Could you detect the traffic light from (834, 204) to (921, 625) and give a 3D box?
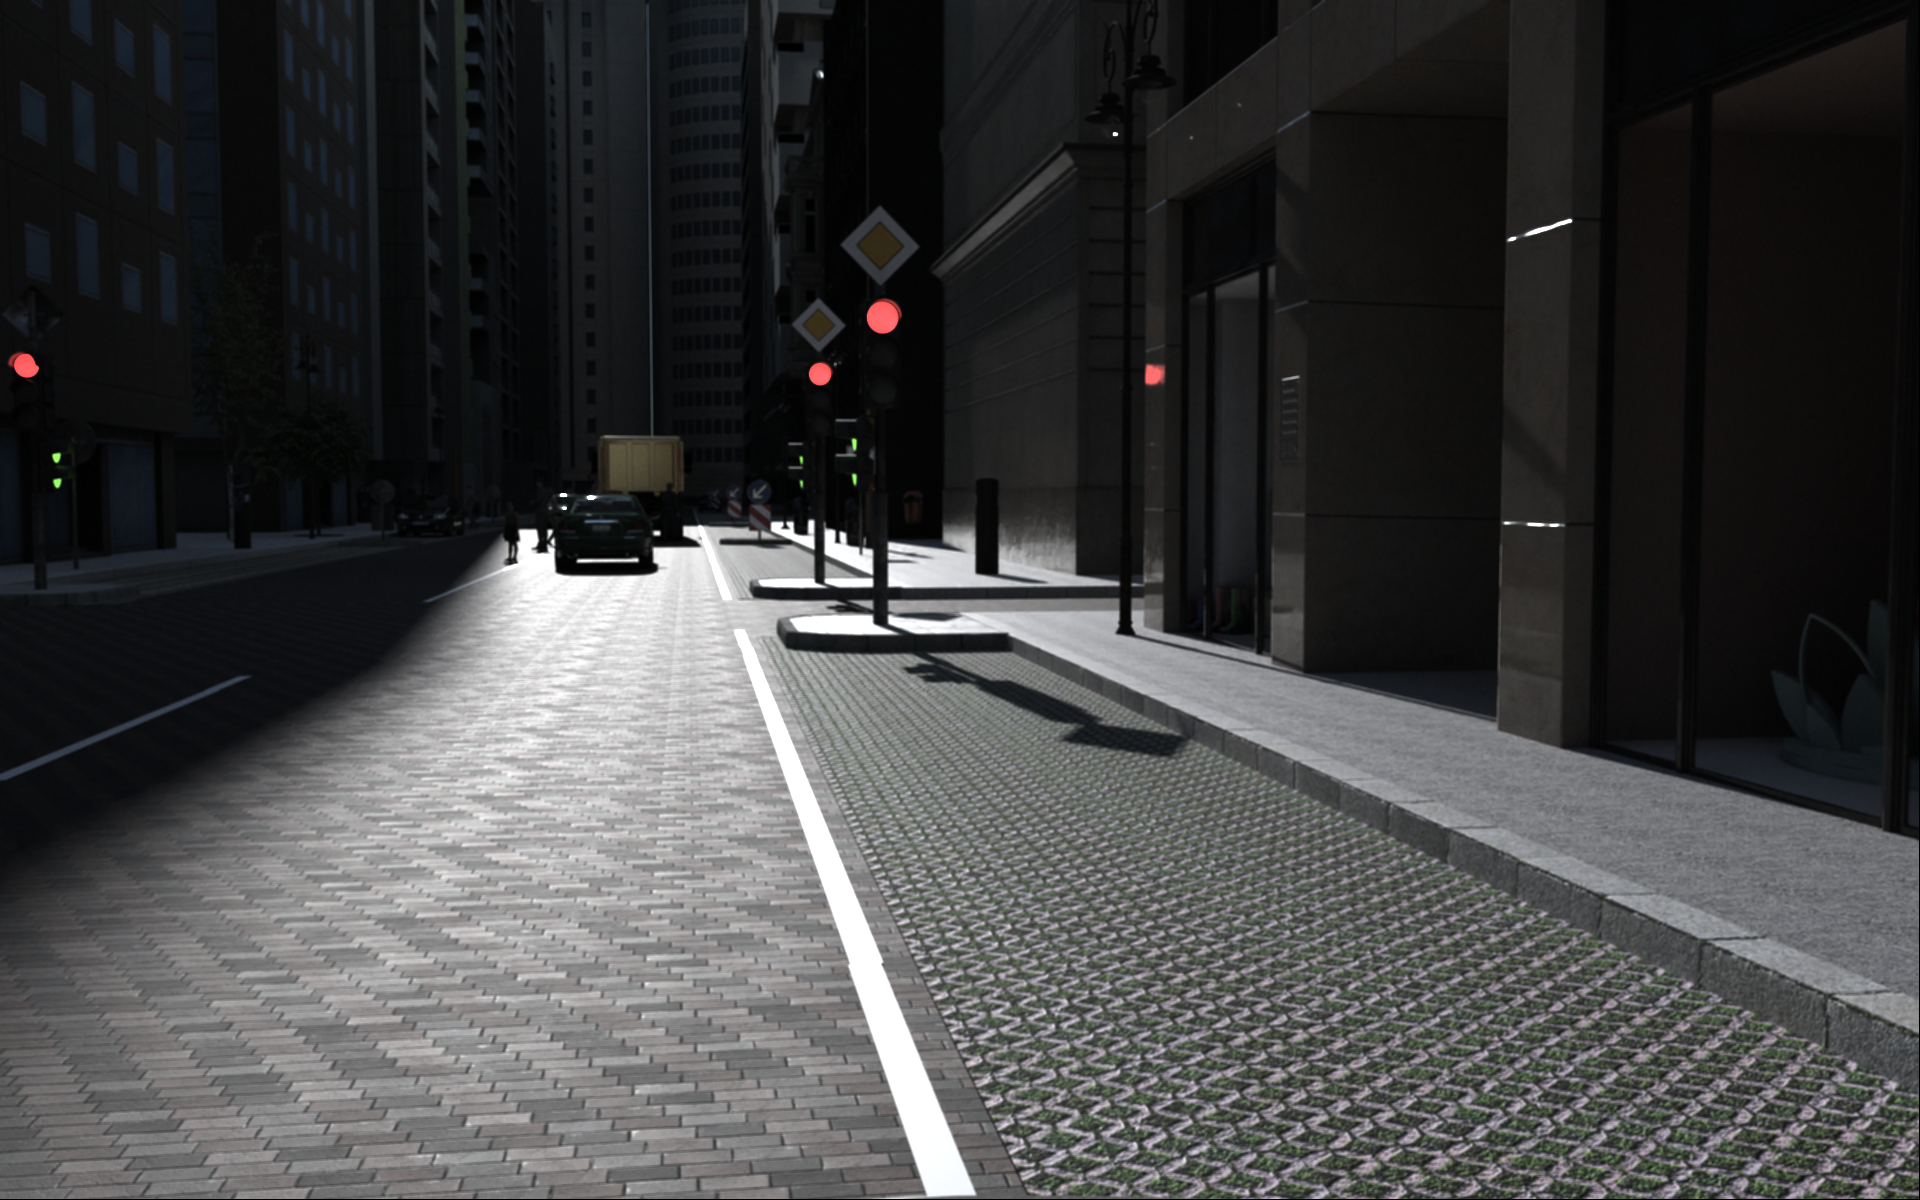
[{"bbox_3d":[-0.802,-1.716,16.981,0.839,4.253,0.868,-1,4,-9],"label":"traffic light"}]

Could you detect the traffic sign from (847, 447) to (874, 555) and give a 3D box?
[{"bbox_3d":[-2.097,-2.107,36.572,0.606,2.300,0.079,0,4,-4],"label":"traffic sign"}]

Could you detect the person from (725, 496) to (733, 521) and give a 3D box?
[{"bbox_3d":[-12.328,-5.133,92.990,0.524,1.755,0.480,-1,4,-20],"label":"person"}]

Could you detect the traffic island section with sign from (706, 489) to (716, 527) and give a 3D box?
[{"bbox_3d":[-10.092,-4.148,76.455,1.989,1.847,2.006,-1,4,-9],"label":"traffic island section with sign"}]

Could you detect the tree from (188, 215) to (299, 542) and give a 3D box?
[{"bbox_3d":[-19.315,-5.815,45.440,4.737,8.622,4.395,0,3,0],"label":"tree"}]

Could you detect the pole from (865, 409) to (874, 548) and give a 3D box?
[{"bbox_3d":[-2.127,-2.873,40.824,0.158,3.312,0.155,0,3,0],"label":"pole"}]

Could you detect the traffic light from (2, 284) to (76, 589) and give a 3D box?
[{"bbox_3d":[-12.375,-2.099,23.235,0.839,4.253,0.868,-1,4,-9],"label":"traffic light"}]

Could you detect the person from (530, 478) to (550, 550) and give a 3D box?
[{"bbox_3d":[-10.904,-2.234,44.826,0.447,1.846,0.655,1,4,11],"label":"person"}]

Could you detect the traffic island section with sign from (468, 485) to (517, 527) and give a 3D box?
[{"bbox_3d":[-20.237,-4.070,75.174,1.989,1.847,2.006,-1,4,-9],"label":"traffic island section with sign"}]

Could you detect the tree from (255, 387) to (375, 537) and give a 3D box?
[{"bbox_3d":[-19.705,-4.236,52.968,4.285,4.588,4.351,0,3,0],"label":"tree"}]

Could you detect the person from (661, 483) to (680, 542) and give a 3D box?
[{"bbox_3d":[-8.633,-2.612,51.630,0.576,1.772,0.534,0,4,-7],"label":"person"}]

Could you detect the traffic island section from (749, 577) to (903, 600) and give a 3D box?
[{"bbox_3d":[-2.001,-0.166,24.990,2.009,0.180,2.903,-1,4,-9],"label":"traffic island section"}]

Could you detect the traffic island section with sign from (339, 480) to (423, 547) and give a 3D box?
[{"bbox_3d":[-15.922,-2.391,47.719,1.989,1.847,2.006,-1,4,-9],"label":"traffic island section with sign"}]

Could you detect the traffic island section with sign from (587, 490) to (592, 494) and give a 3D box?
[{"bbox_3d":[-32.122,-8.691,150.731,1.989,1.847,2.006,-1,4,-9],"label":"traffic island section with sign"}]

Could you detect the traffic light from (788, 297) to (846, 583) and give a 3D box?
[{"bbox_3d":[-2.043,-2.199,24.870,0.839,4.253,0.868,-1,4,-9],"label":"traffic light"}]

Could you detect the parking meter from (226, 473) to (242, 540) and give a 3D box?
[{"bbox_3d":[-20.389,-2.626,48.649,0.255,1.863,0.399,1,4,19],"label":"parking meter"}]

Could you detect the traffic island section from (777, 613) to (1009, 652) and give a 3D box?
[{"bbox_3d":[-0.761,0.317,17.101,2.009,0.180,2.903,-1,4,-9],"label":"traffic island section"}]

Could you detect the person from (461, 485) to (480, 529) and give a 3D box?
[{"bbox_3d":[-20.136,-3.822,71.104,0.853,1.813,0.709,0,4,-8],"label":"person"}]

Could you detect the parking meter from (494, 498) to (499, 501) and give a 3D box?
[{"bbox_3d":[-25.027,-5.189,93.247,0.372,1.533,0.369,0,3,0],"label":"parking meter"}]

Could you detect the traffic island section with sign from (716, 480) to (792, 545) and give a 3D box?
[{"bbox_3d":[-5.847,-2.492,49.365,1.989,1.847,2.006,-1,4,-9],"label":"traffic island section with sign"}]

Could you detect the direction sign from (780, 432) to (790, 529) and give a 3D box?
[{"bbox_3d":[-6.417,-4.373,63.504,0.379,3.537,0.876,-1,4,-20],"label":"direction sign"}]

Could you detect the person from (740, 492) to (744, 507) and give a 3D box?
[{"bbox_3d":[-22.195,-10.364,178.675,1.217,1.735,0.721,1,4,20],"label":"person"}]

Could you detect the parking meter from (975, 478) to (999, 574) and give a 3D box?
[{"bbox_3d":[0.434,-1.188,27.835,0.372,1.533,0.369,0,3,0],"label":"parking meter"}]

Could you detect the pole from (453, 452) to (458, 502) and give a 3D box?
[{"bbox_3d":[-24.387,-5.499,83.749,0.158,3.312,0.155,0,3,0],"label":"pole"}]

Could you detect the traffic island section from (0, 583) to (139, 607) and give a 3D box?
[{"bbox_3d":[-12.416,-0.066,23.363,2.009,0.180,2.903,-1,4,-9],"label":"traffic island section"}]

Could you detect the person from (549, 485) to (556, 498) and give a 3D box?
[{"bbox_3d":[-19.283,-4.497,81.807,0.755,1.850,0.659,-1,4,-21],"label":"person"}]

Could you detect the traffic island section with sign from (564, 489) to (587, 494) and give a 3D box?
[{"bbox_3d":[-27.924,-7.053,123.940,1.989,1.847,2.006,-1,4,-9],"label":"traffic island section with sign"}]

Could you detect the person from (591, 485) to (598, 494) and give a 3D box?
[{"bbox_3d":[-14.396,-3.610,67.918,0.834,1.777,0.661,-2,4,-32],"label":"person"}]

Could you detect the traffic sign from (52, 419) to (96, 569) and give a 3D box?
[{"bbox_3d":[-15.103,-1.799,29.517,0.768,2.556,0.104,0,4,0],"label":"traffic sign"}]

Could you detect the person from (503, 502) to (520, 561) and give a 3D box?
[{"bbox_3d":[-9.579,-1.456,36.978,0.362,1.253,0.373,2,4,24],"label":"person"}]

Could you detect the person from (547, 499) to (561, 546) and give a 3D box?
[{"bbox_3d":[-11.118,-2.130,47.601,0.640,1.303,0.475,1,4,20],"label":"person"}]

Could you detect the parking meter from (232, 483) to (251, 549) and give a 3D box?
[{"bbox_3d":[-16.888,-1.977,40.737,0.372,1.533,0.369,0,3,0],"label":"parking meter"}]
